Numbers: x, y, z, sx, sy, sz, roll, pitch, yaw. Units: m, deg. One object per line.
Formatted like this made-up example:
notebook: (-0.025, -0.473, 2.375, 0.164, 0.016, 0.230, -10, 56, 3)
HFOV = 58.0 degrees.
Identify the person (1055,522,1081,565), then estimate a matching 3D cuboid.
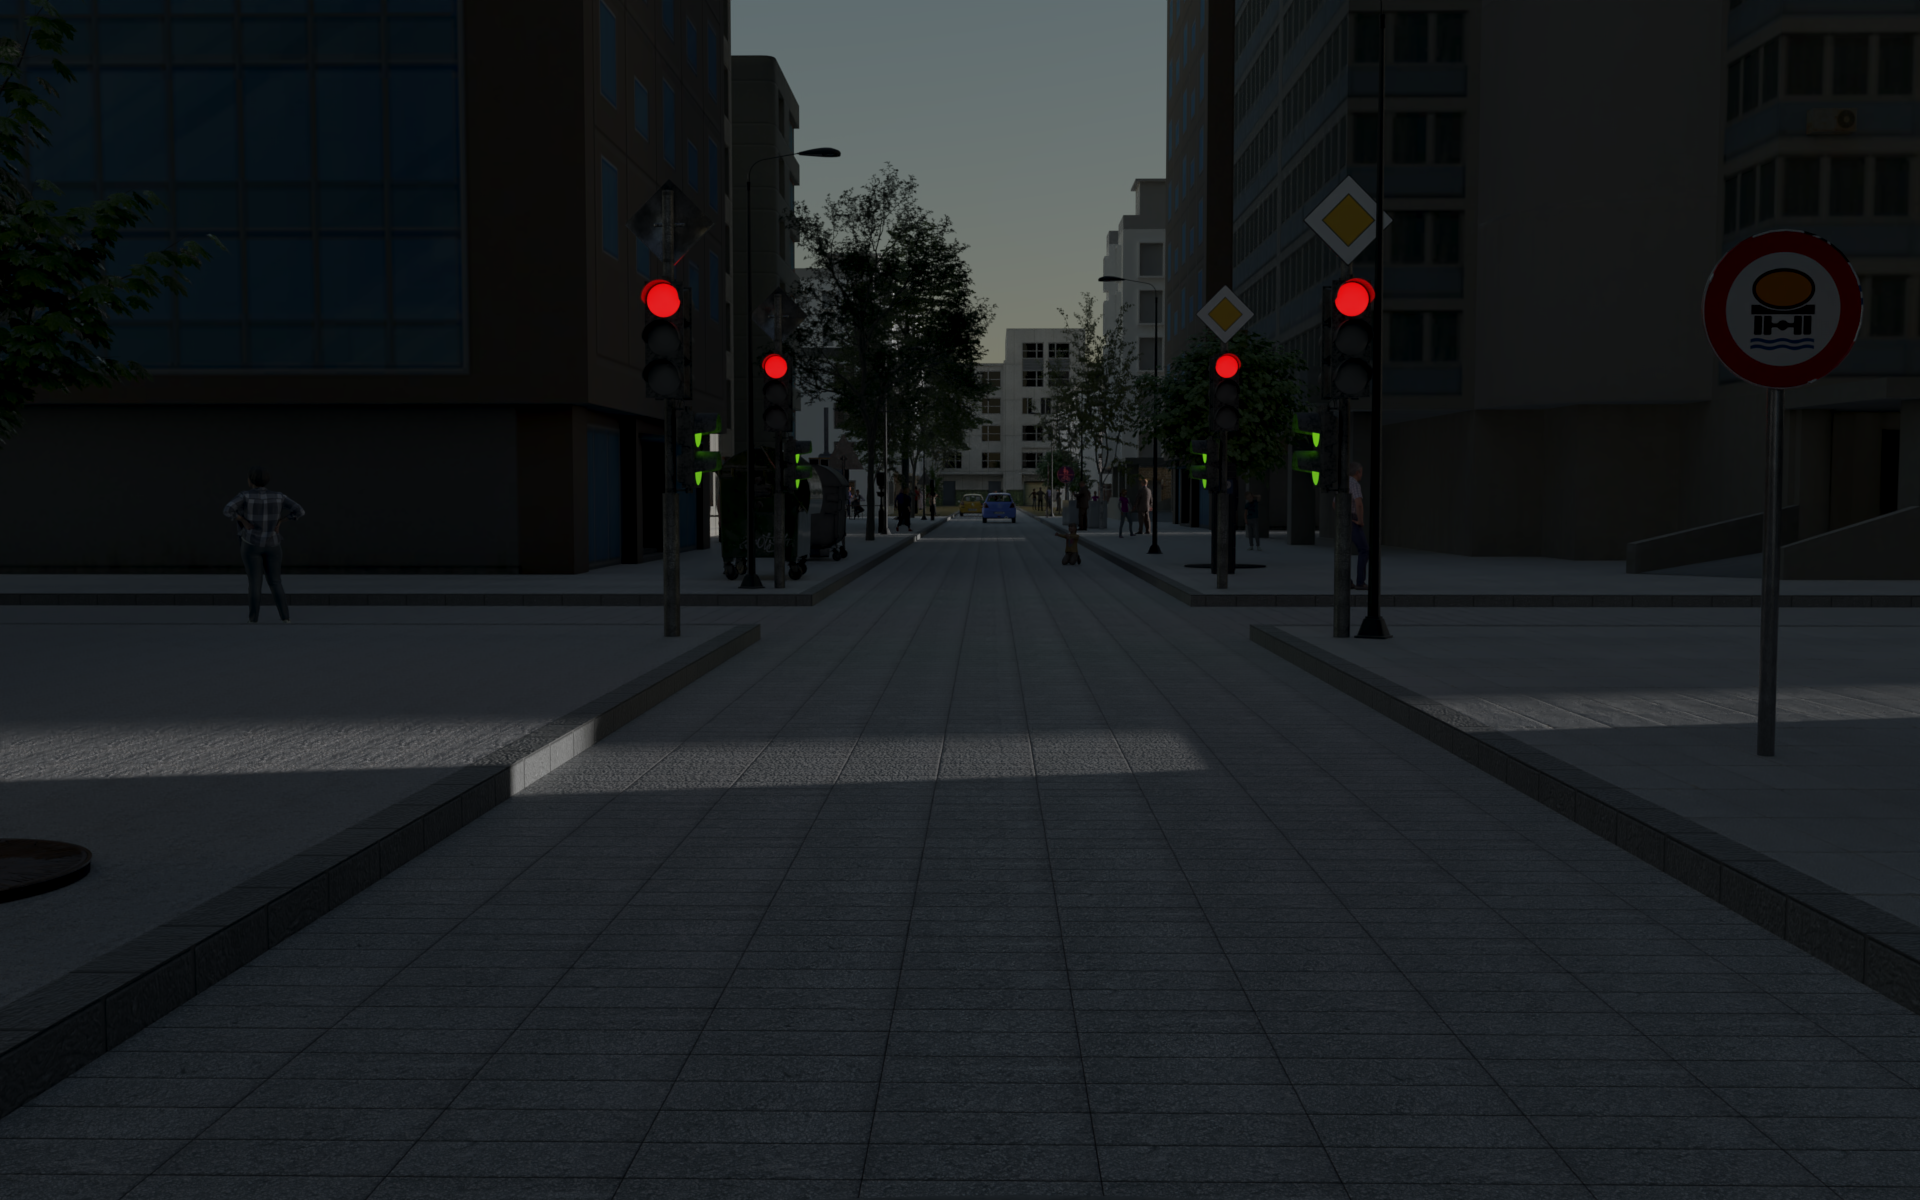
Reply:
person: (2.200, -1.134, 34.961, 0.347, 0.859, 0.695, 2, 4, 28)

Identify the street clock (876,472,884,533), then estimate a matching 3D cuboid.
street clock: (-2.580, -3.197, 56.842, 0.358, 2.002, 0.471, 1, 4, 13)

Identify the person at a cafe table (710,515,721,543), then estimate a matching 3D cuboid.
person at a cafe table: (-5.806, -2.284, 45.866, 1.698, 1.524, 1.622, -1, 4, -11)

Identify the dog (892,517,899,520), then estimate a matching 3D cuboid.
dog: (-2.994, -4.140, 85.422, 0.748, 0.427, 0.550, 3, 5, 40)

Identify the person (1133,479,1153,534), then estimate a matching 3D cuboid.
person: (5.830, -2.987, 55.427, 0.990, 1.755, 0.434, -3, 5, -44)

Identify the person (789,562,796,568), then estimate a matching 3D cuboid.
person: (-2.819, -1.232, 28.397, 0.614, 1.554, 0.590, -1, 4, -10)

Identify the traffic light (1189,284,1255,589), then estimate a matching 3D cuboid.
traffic light: (3.541, -2.109, 23.399, 0.839, 4.253, 0.868, 0, 4, 1)

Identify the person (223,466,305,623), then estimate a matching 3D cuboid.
person: (-7.471, -0.571, 18.552, 0.841, 1.734, 0.376, -2, 4, -35)

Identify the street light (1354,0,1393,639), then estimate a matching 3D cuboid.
street light: (3.151, -2.615, 15.297, 1.470, 5.913, 1.316, 0, 4, 1)

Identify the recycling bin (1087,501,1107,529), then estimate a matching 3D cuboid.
recycling bin: (5.073, -3.198, 64.842, 0.722, 1.027, 0.722, -1, 4, -13)

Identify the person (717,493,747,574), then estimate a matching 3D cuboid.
person: (-3.600, -1.324, 27.818, 0.598, 1.807, 0.434, -1, 4, -15)

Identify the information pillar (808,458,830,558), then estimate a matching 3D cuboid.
information pillar: (-2.849, -1.869, 35.052, 0.304, 2.012, 0.304, 3, 4, 37)

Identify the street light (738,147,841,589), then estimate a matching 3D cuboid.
street light: (-2.296, -3.109, 23.375, 1.470, 5.913, 1.316, 0, 4, 1)

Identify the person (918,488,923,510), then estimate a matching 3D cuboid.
person: (-3.223, -8.152, 140.003, 0.551, 1.740, 0.621, 1, 4, 21)

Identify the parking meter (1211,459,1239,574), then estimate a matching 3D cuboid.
parking meter: (4.245, -1.349, 27.765, 0.399, 1.863, 0.255, 0, 4, -3)

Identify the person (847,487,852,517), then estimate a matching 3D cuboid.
person: (-6.234, -5.537, 97.272, 0.504, 1.737, 0.576, 1, 4, 18)

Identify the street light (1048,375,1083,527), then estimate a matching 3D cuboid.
street light: (4.224, -5.823, 67.752, 1.470, 5.913, 1.316, 0, 4, 1)

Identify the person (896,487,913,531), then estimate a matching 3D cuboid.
person: (-1.903, -3.111, 59.443, 0.613, 1.512, 0.480, 0, 4, -1)

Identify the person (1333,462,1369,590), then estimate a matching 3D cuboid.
person: (5.313, -0.998, 23.307, 0.436, 1.711, 0.756, 0, 4, -6)

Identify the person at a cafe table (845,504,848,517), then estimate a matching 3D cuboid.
person at a cafe table: (-6.733, -4.949, 91.784, 1.726, 1.238, 1.698, 2, 4, 33)

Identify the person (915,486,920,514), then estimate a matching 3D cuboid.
person: (-2.904, -6.491, 112.114, 0.705, 1.831, 1.348, 2, 4, 30)

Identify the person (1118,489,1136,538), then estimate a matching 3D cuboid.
person: (4.917, -2.522, 50.506, 0.776, 1.435, 0.726, 3, 5, 44)

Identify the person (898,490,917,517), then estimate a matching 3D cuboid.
person: (-2.320, -4.188, 75.234, 0.841, 1.734, 0.376, 1, 4, 13)

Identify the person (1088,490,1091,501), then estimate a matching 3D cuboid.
person: (6.923, -5.442, 95.149, 0.598, 1.807, 0.434, -2, 4, -33)

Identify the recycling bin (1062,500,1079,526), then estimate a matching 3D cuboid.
recycling bin: (4.651, -3.572, 70.961, 0.722, 1.027, 0.722, -1, 4, -21)

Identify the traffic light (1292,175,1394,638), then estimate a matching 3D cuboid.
traffic light: (3.403, -1.620, 15.415, 0.839, 4.253, 0.868, 0, 4, 1)

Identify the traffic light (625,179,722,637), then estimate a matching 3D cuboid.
traffic light: (-2.578, -1.626, 15.502, 0.839, 4.253, 0.868, 0, 4, 1)

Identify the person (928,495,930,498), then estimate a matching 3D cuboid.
person: (-2.581, -9.457, 161.603, 0.756, 1.711, 0.436, 2, 4, 35)

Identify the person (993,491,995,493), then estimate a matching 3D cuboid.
person: (3.157, -8.991, 156.311, 0.445, 1.727, 0.742, -1, 4, -17)

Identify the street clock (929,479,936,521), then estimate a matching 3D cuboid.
street clock: (-1.329, -4.855, 83.956, 0.358, 2.002, 0.471, 0, 4, 3)

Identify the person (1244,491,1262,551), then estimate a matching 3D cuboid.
person: (6.677, -1.803, 39.427, 0.435, 1.345, 0.340, 1, 4, 16)

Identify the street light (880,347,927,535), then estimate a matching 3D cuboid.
street light: (-1.809, -5.024, 54.679, 1.470, 5.913, 1.316, 0, 4, 1)

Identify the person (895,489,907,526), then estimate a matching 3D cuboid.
person: (-2.266, -3.720, 69.554, 0.574, 1.496, 0.600, 2, 4, 30)

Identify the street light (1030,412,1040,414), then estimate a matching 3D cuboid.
street light: (4.673, -7.698, 98.406, 1.470, 5.913, 1.316, 0, 4, 1)

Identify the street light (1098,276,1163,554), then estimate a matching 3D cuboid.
street light: (3.639, -3.944, 37.021, 1.470, 5.913, 1.316, 0, 4, 1)

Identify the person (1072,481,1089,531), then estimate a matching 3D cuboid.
person: (4.250, -3.312, 60.884, 0.600, 1.739, 0.565, 0, 4, -1)

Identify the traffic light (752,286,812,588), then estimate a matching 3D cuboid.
traffic light: (-2.439, -2.114, 23.486, 0.839, 4.253, 0.868, 0, 4, 1)

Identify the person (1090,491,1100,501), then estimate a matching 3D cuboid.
person: (6.634, -4.638, 85.113, 0.726, 1.434, 0.776, 0, 4, 2)

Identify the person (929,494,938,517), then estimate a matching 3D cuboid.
person: (-1.495, -5.403, 98.284, 0.435, 1.345, 0.340, -2, 4, -28)

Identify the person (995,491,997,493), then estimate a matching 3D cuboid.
person: (3.032, -8.313, 145.248, 1.217, 1.723, 0.721, 0, 4, -3)

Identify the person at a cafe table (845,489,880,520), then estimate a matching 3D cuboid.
person at a cafe table: (-5.054, -4.811, 87.182, 1.698, 1.524, 1.622, -1, 4, -23)
